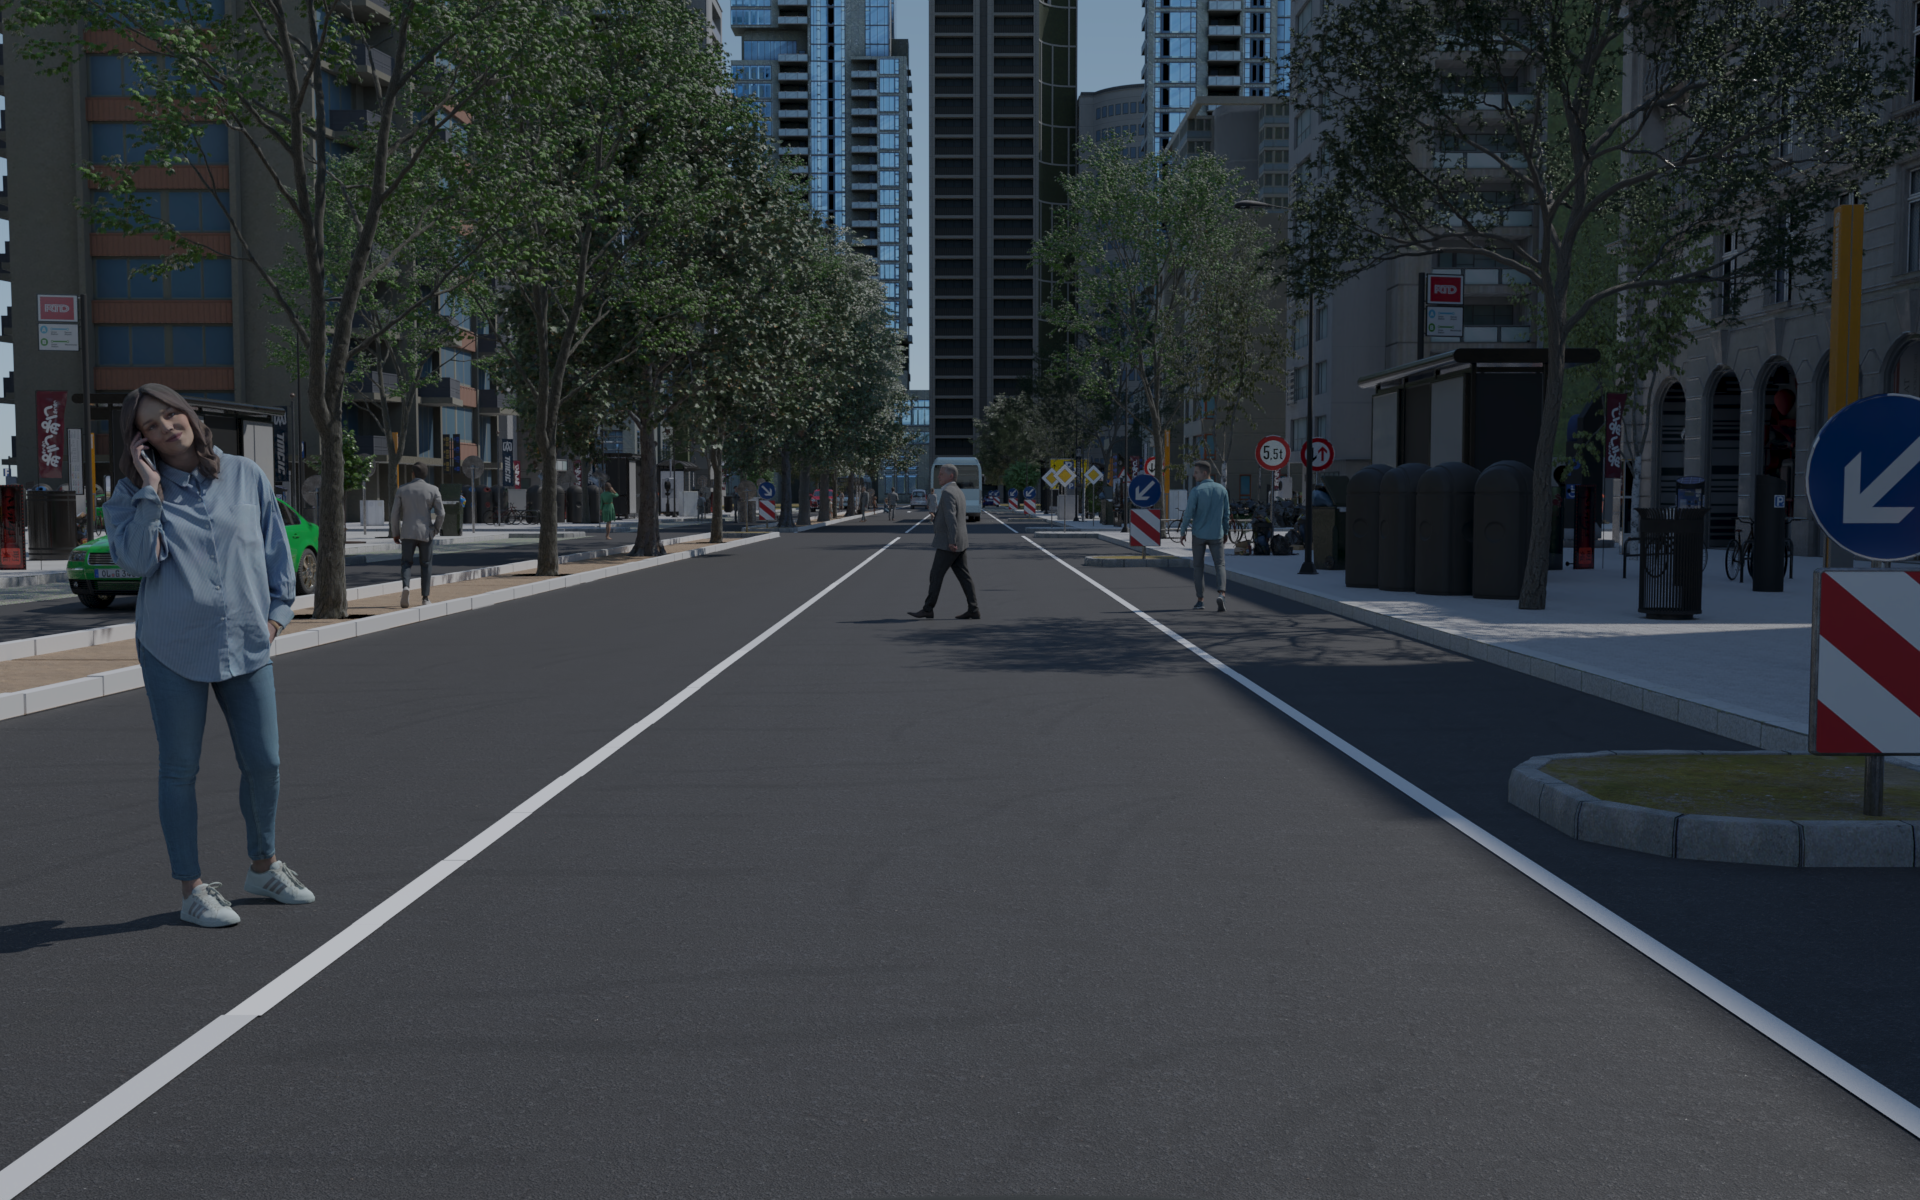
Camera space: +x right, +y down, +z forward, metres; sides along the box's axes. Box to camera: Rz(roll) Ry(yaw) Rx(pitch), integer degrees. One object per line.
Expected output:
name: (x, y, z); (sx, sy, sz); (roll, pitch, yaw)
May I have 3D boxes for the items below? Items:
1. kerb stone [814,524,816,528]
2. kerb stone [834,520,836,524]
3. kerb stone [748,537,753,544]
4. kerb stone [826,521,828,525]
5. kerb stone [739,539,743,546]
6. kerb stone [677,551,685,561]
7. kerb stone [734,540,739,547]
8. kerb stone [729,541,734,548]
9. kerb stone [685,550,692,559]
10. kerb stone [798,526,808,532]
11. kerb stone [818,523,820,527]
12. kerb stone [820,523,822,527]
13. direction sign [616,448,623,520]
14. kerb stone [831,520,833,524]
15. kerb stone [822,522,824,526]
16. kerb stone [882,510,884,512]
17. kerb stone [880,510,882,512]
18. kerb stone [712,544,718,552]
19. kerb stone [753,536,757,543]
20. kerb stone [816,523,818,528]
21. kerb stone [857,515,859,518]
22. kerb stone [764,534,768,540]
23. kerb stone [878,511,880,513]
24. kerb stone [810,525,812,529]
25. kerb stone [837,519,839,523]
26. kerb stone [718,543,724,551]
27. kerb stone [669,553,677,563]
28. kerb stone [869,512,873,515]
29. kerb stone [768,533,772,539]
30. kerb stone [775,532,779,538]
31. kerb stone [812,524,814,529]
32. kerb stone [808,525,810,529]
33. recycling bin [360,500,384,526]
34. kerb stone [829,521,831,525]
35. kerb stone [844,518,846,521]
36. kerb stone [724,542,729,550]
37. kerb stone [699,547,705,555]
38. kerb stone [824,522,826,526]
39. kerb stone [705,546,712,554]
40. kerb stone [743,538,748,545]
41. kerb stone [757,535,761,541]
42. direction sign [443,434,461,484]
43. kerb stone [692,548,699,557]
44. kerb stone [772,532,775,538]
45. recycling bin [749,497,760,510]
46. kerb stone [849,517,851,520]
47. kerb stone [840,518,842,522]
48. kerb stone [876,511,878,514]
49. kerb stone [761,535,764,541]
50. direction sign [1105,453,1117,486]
kerb stone: (-6.154, -3.025, 71.698); (0.120, 0.150, 1.000); (0, 3, 0)
kerb stone: (-6.166, -3.718, 82.988); (0.120, 0.150, 1.000); (0, 3, 0)
kerb stone: (-6.140, -1.679, 49.651); (0.120, 0.150, 1.000); (0, 3, 0)
kerb stone: (-6.158, -3.398, 77.861); (0.120, 0.150, 1.000); (0, 3, 0)
kerb stone: (-6.145, -1.554, 47.605); (0.120, 0.150, 1.000); (0, 3, 0)
kerb stone: (-6.132, -0.927, 37.348); (0.120, 0.150, 1.000); (0, 3, 0)
kerb stone: (-6.143, -1.490, 46.584); (0.120, 0.150, 1.000); (0, 3, 0)
kerb stone: (-6.137, -1.418, 45.562); (0.120, 0.150, 1.000); (0, 3, 0)
kerb stone: (-6.125, -0.984, 38.371); (0.120, 0.150, 1.000); (0, 3, 0)
kerb stone: (-6.152, -2.777, 67.599); (0.120, 0.150, 1.000); (0, 3, 0)
kerb stone: (-6.165, -3.153, 73.750); (0.120, 0.150, 1.000); (0, 3, 0)
kerb stone: (-6.160, -3.214, 74.785); (0.120, 0.150, 1.000); (0, 3, 0)
direction sign: (-16.665, -5.660, 84.537); (0.379, 3.537, 0.876); (-1, 4, -11)
kerb stone: (-6.169, -3.593, 80.941); (0.120, 0.150, 1.000); (0, 3, 0)
kerb stone: (-6.166, -3.279, 75.815); (0.120, 0.150, 1.000); (0, 3, 0)
kerb stone: (-6.204, -6.850, 134.268); (0.120, 0.150, 1.000); (0, 3, 0)
kerb stone: (-6.217, -6.729, 132.217); (0.120, 0.150, 1.000); (0, 3, 0)
kerb stone: (-6.137, -1.241, 42.487); (0.120, 0.150, 1.000); (0, 3, 0)
kerb stone: (-6.142, -1.739, 50.673); (0.120, 0.150, 1.000); (0, 3, 0)
kerb stone: (-6.149, -3.088, 72.727); (0.120, 0.150, 1.000); (0, 3, 0)
kerb stone: (-6.185, -4.909, 102.458); (0.120, 0.150, 1.000); (0, 3, 0)
kerb stone: (-6.148, -1.927, 53.743); (0.120, 0.150, 1.000); (0, 3, 0)
kerb stone: (-6.206, -6.475, 128.108); (0.120, 0.150, 1.000); (0, 3, 0)
kerb stone: (-6.164, -2.902, 69.647); (0.120, 0.150, 1.000); (0, 3, 0)
kerb stone: (-6.169, -3.844, 85.045); (0.120, 0.150, 1.000); (0, 3, 0)
kerb stone: (-6.133, -1.304, 43.509); (0.120, 0.150, 1.000); (0, 3, 0)
kerb stone: (-6.133, -0.861, 36.316); (0.120, 0.150, 1.000); (0, 3, 0)
kerb stone: (-6.193, -5.851, 117.852); (0.120, 0.150, 1.000); (0, 3, 0)
kerb stone: (-6.150, -1.990, 54.765); (0.120, 0.150, 1.000); (0, 3, 0)
kerb stone: (-6.146, -2.117, 56.809); (0.120, 0.150, 1.000); (0, 3, 0)
kerb stone: (-6.164, -2.964, 70.675); (0.120, 0.150, 1.000); (0, 3, 0)
kerb stone: (-6.160, -2.835, 68.623); (0.120, 0.150, 1.000); (0, 3, 0)
recycling bin: (-23.656, -3.494, 69.687); (0.722, 1.027, 0.722); (-3, 5, -42)
kerb stone: (-6.166, -3.530, 79.910); (0.120, 0.150, 1.000); (0, 3, 0)
kerb stone: (-6.176, -4.151, 90.175); (0.120, 0.150, 1.000); (0, 3, 0)
kerb stone: (-6.135, -1.365, 44.531); (0.120, 0.150, 1.000); (0, 3, 0)
kerb stone: (-6.138, -1.110, 40.421); (0.120, 0.150, 1.000); (0, 3, 0)
kerb stone: (-6.165, -3.342, 76.838); (0.120, 0.150, 1.000); (0, 3, 0)
kerb stone: (-6.134, -1.177, 41.445); (0.120, 0.150, 1.000); (0, 3, 0)
kerb stone: (-6.143, -1.616, 48.629); (0.120, 0.150, 1.000); (0, 3, 0)
kerb stone: (-6.138, -1.804, 51.695); (0.120, 0.150, 1.000); (0, 3, 0)
direction sign: (-19.177, -4.489, 65.395); (0.876, 3.537, 0.379); (2, 4, 29)
kerb stone: (-6.132, -1.052, 39.399); (0.120, 0.150, 1.000); (0, 3, 0)
kerb stone: (-6.143, -2.055, 55.787); (0.120, 0.150, 1.000); (0, 3, 0)
recycling bin: (-16.110, -7.527, 135.615); (0.722, 1.027, 0.722); (-2, 4, -25)
kerb stone: (-6.177, -4.408, 94.269); (0.120, 0.150, 1.000); (0, 3, 0)
kerb stone: (-6.174, -3.970, 87.097); (0.120, 0.150, 1.000); (0, 3, 0)
kerb stone: (-6.204, -6.290, 125.034); (0.120, 0.150, 1.000); (0, 3, 0)
kerb stone: (-6.149, -1.867, 52.720); (0.120, 0.150, 1.000); (0, 3, 0)
direction sign: (8.448, -6.410, 96.795); (0.876, 3.537, 0.379); (-3, 4, -38)
